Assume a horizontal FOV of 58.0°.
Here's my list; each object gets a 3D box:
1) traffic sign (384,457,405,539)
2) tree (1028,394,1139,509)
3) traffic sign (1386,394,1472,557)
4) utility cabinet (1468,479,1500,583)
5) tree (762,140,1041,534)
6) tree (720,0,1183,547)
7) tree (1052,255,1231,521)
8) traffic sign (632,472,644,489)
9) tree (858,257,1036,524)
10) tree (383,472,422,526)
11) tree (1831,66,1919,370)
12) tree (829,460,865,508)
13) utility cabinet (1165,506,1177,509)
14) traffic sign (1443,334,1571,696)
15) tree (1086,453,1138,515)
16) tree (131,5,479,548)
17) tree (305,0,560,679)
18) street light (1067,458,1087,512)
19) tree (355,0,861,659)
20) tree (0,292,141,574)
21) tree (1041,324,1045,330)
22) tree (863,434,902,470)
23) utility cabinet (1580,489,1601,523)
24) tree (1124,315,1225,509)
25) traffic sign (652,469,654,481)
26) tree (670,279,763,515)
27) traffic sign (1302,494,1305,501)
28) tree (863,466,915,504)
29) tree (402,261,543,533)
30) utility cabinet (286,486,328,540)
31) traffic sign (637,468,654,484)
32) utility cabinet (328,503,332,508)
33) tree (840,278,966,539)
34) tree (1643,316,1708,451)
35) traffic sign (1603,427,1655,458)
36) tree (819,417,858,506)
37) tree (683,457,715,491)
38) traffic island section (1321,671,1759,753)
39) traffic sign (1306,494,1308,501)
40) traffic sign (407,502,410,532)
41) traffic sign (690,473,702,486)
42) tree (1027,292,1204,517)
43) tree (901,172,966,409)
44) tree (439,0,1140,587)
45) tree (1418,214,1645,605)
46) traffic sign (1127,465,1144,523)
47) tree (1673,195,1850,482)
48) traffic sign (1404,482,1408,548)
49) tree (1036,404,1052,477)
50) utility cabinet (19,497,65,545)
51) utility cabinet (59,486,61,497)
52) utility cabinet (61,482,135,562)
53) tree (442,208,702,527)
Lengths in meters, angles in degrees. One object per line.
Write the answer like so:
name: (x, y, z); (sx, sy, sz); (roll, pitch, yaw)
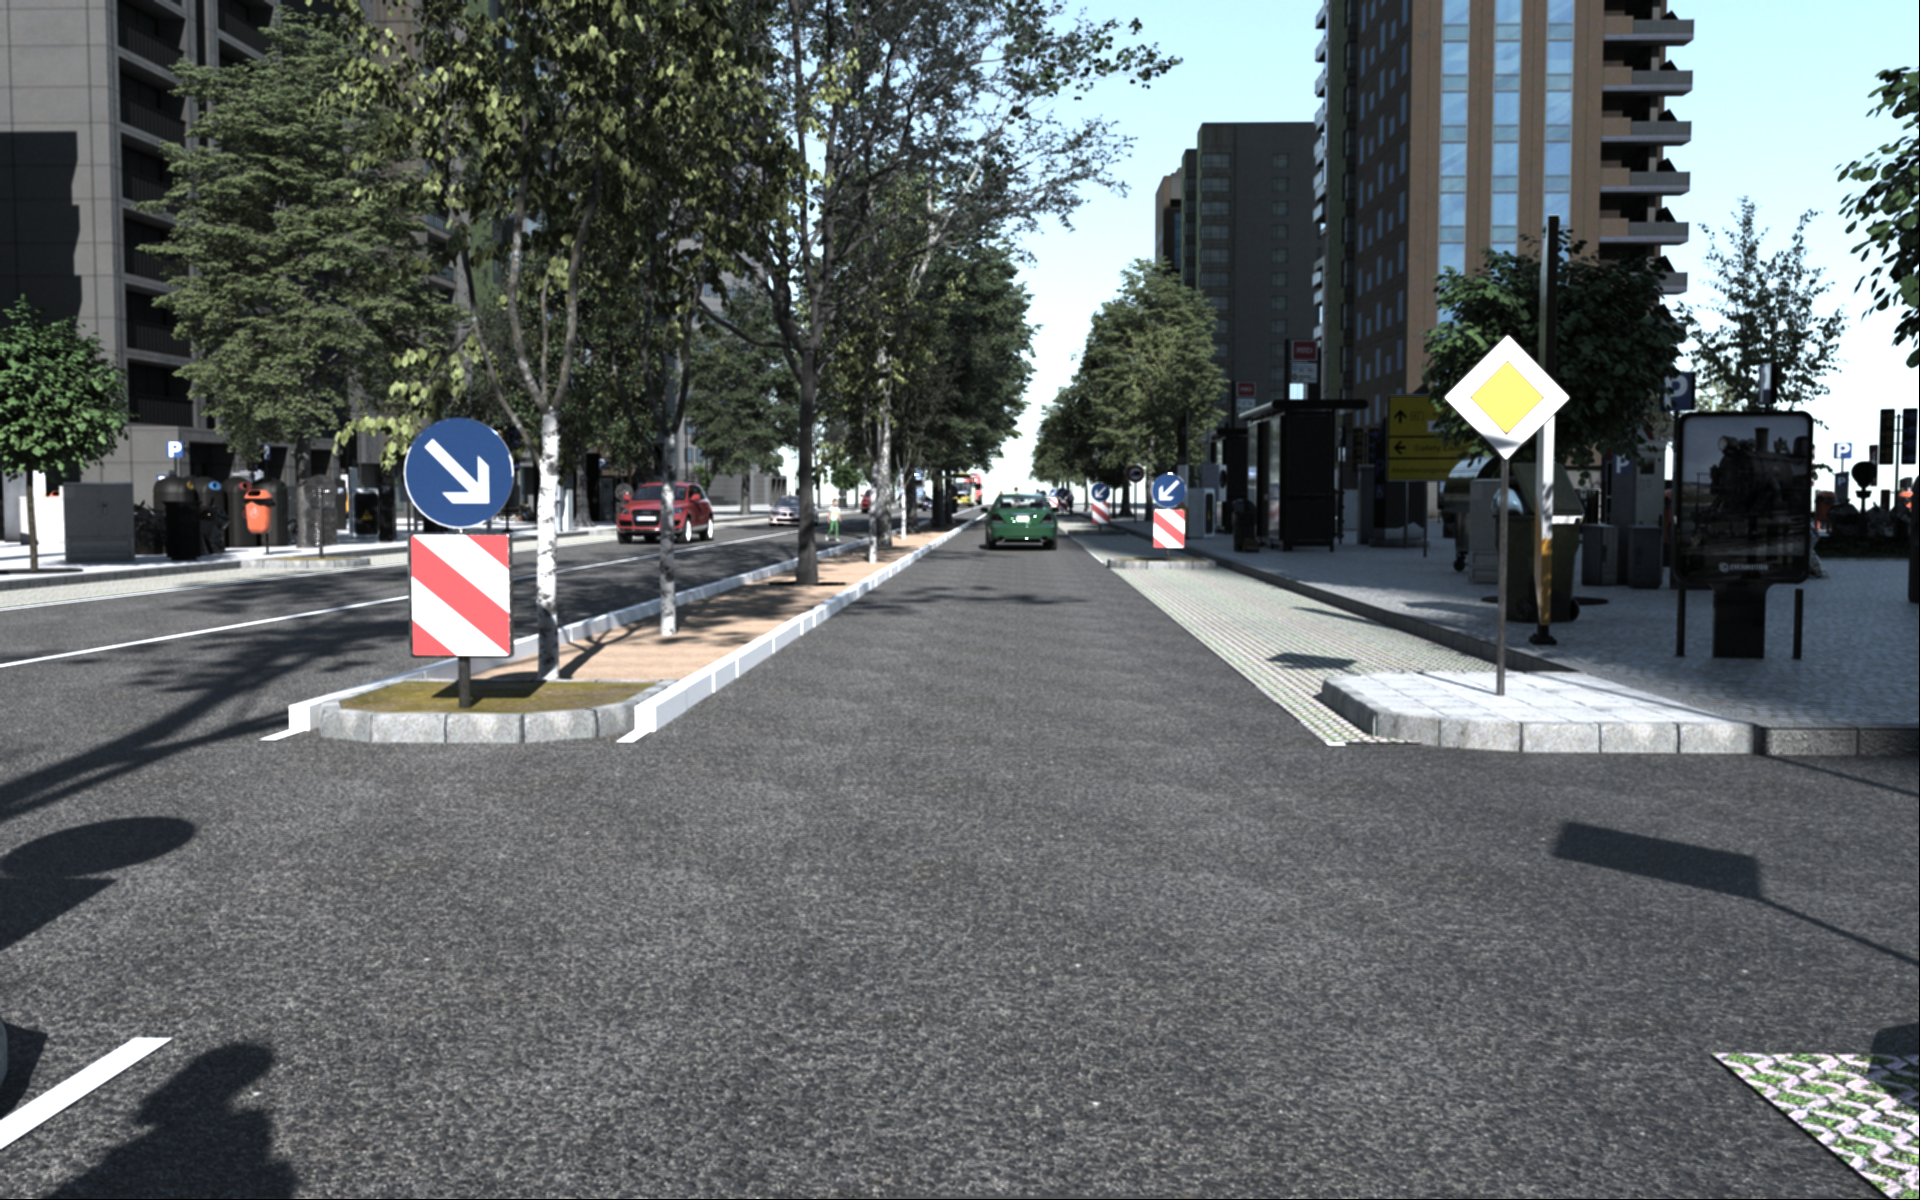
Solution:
traffic sign: (-16.020, -2.993, 49.036); (0.768, 2.556, 0.104); (1, 4, 10)
tree: (10.961, -13.176, 149.841); (8.767, 10.594, 7.601); (-1, 4, -18)
traffic sign: (9.805, -2.526, 35.178); (2.265, 3.308, 0.079); (0, 4, 7)
utility cabinet: (7.855, -0.976, 24.630); (1.173, 1.500, 0.318); (3, 5, 40)
tree: (-1.766, -9.332, 61.686); (9.857, 13.997, 8.962); (0, 3, 0)
tree: (-0.868, -11.437, 45.349); (12.611, 20.169, 13.585); (0, 3, 0)
tree: (9.407, -10.073, 82.813); (7.486, 12.596, 7.792); (0, 3, 0)
traffic sign: (-15.391, -5.061, 82.751); (0.884, 2.594, 0.081); (0, 4, 5)
tree: (-0.468, -9.858, 81.758); (7.486, 12.596, 7.792); (0, 3, 0)
tree: (-22.519, -4.671, 70.979); (1.663, 3.219, 1.824); (0, 3, 0)
tree: (6.675, -1.584, 9.607); (4.285, 4.588, 4.351); (0, 3, 0)
tree: (-10.758, -11.034, 164.125); (4.285, 4.588, 4.351); (0, 3, 0)
utility cabinet: (10.043, -4.397, 80.565); (0.318, 1.500, 1.173); (-3, 4, -38)
traffic sign: (3.439, -0.448, 10.966); (0.795, 2.450, 0.064); (0, 4, 2)
tree: (9.684, -7.632, 108.502); (4.285, 4.588, 4.351); (0, 3, 0)
tree: (-15.299, -7.498, 40.719); (7.486, 12.596, 7.792); (0, 3, 0)
tree: (-3.045, -3.660, 12.663); (4.737, 8.622, 4.395); (0, 3, 0)
street light: (8.674, -9.437, 126.843); (1.470, 5.913, 1.316); (0, 4, 2)
tree: (-2.984, -3.955, 17.491); (4.737, 8.622, 4.395); (0, 3, 0)
tree: (-15.293, -2.735, 28.438); (4.285, 4.588, 4.351); (0, 3, 0)
tree: (-0.882, -10.022, 72.970); (9.857, 13.997, 8.962); (0, 3, 0)
tree: (-9.227, -16.346, 201.675); (8.767, 10.594, 7.601); (2, 4, 29)
utility cabinet: (27.504, -4.094, 75.613); (1.173, 1.500, 0.318); (-1, 4, -9)
tree: (8.505, -7.386, 71.123); (4.737, 8.622, 4.395); (0, 3, 0)
traffic sign: (-15.161, -5.176, 84.730); (0.768, 2.556, 0.104); (0, 4, 5)
tree: (-12.969, -12.077, 104.109); (9.857, 13.997, 8.962); (0, 3, 0)
traffic sign: (9.687, -2.982, 48.864); (0.768, 2.556, 0.104); (0, 4, 2)
tree: (-9.061, -19.412, 234.397); (9.611, 12.733, 9.660); (0, 3, 0)
tree: (-15.059, -6.359, 54.340); (4.360, 8.622, 3.978); (0, 3, 0)
utility cabinet: (-18.169, -2.399, 47.902); (1.173, 1.500, 0.318); (1, 4, 14)
traffic sign: (-13.914, -4.678, 76.595); (0.768, 2.556, 0.104); (1, 4, 9)
utility cabinet: (-19.001, -2.595, 51.111); (0.318, 1.500, 1.173); (1, 4, 13)
tree: (-1.774, -6.212, 54.386); (4.360, 8.622, 3.978); (0, 3, 0)
tree: (28.788, -7.450, 72.169); (4.360, 8.622, 3.978); (0, 3, 0)
traffic sign: (9.891, -1.559, 25.494); (0.884, 2.594, 0.081); (0, 4, 2)
tree: (-11.129, -16.042, 180.405); (7.486, 12.596, 7.792); (0, 3, 0)
tree: (-13.818, -5.923, 91.445); (1.663, 3.219, 1.824); (0, 3, 0)
traffic island section: (3.462, 0.687, 11.043); (2.009, 0.180, 2.903); (0, 4, 2)
traffic sign: (9.559, -2.790, 47.751); (0.606, 2.300, 0.079); (1, 4, 10)
traffic sign: (-18.747, -3.593, 58.849); (0.768, 2.556, 0.104); (0, 4, 6)
traffic sign: (-12.920, -5.048, 84.670); (0.606, 2.300, 0.079); (0, 4, 6)
tree: (9.569, -11.100, 98.485); (9.611, 12.733, 9.660); (0, 3, 0)
tree: (-1.826, -5.071, 35.724); (4.737, 8.622, 4.395); (0, 3, 0)
tree: (-2.423, -6.977, 26.903); (12.009, 13.543, 11.850); (0, 3, 0)
tree: (6.919, -2.247, 20.453); (4.285, 4.588, 4.351); (0, 3, 0)
traffic sign: (7.707, -4.645, 76.054); (0.768, 2.556, 0.104); (0, 4, 5)
tree: (19.658, -5.622, 42.289); (4.737, 8.622, 4.395); (0, 3, 0)
traffic sign: (10.523, -2.491, 40.832); (0.768, 2.556, 0.104); (1, 4, 10)
tree: (11.215, -16.068, 180.841); (7.486, 12.596, 7.792); (0, 3, 0)
utility cabinet: (-23.280, -2.006, 43.958); (1.020, 1.237, 0.306); (-2, 4, -28)
utility cabinet: (-23.481, -2.294, 46.185); (1.173, 1.500, 0.318); (2, 4, 27)
utility cabinet: (-16.203, -1.463, 32.606); (1.173, 1.500, 0.318); (-2, 4, -27)
tree: (-14.701, -9.172, 66.972); (9.611, 12.733, 9.660); (0, 3, 0)
